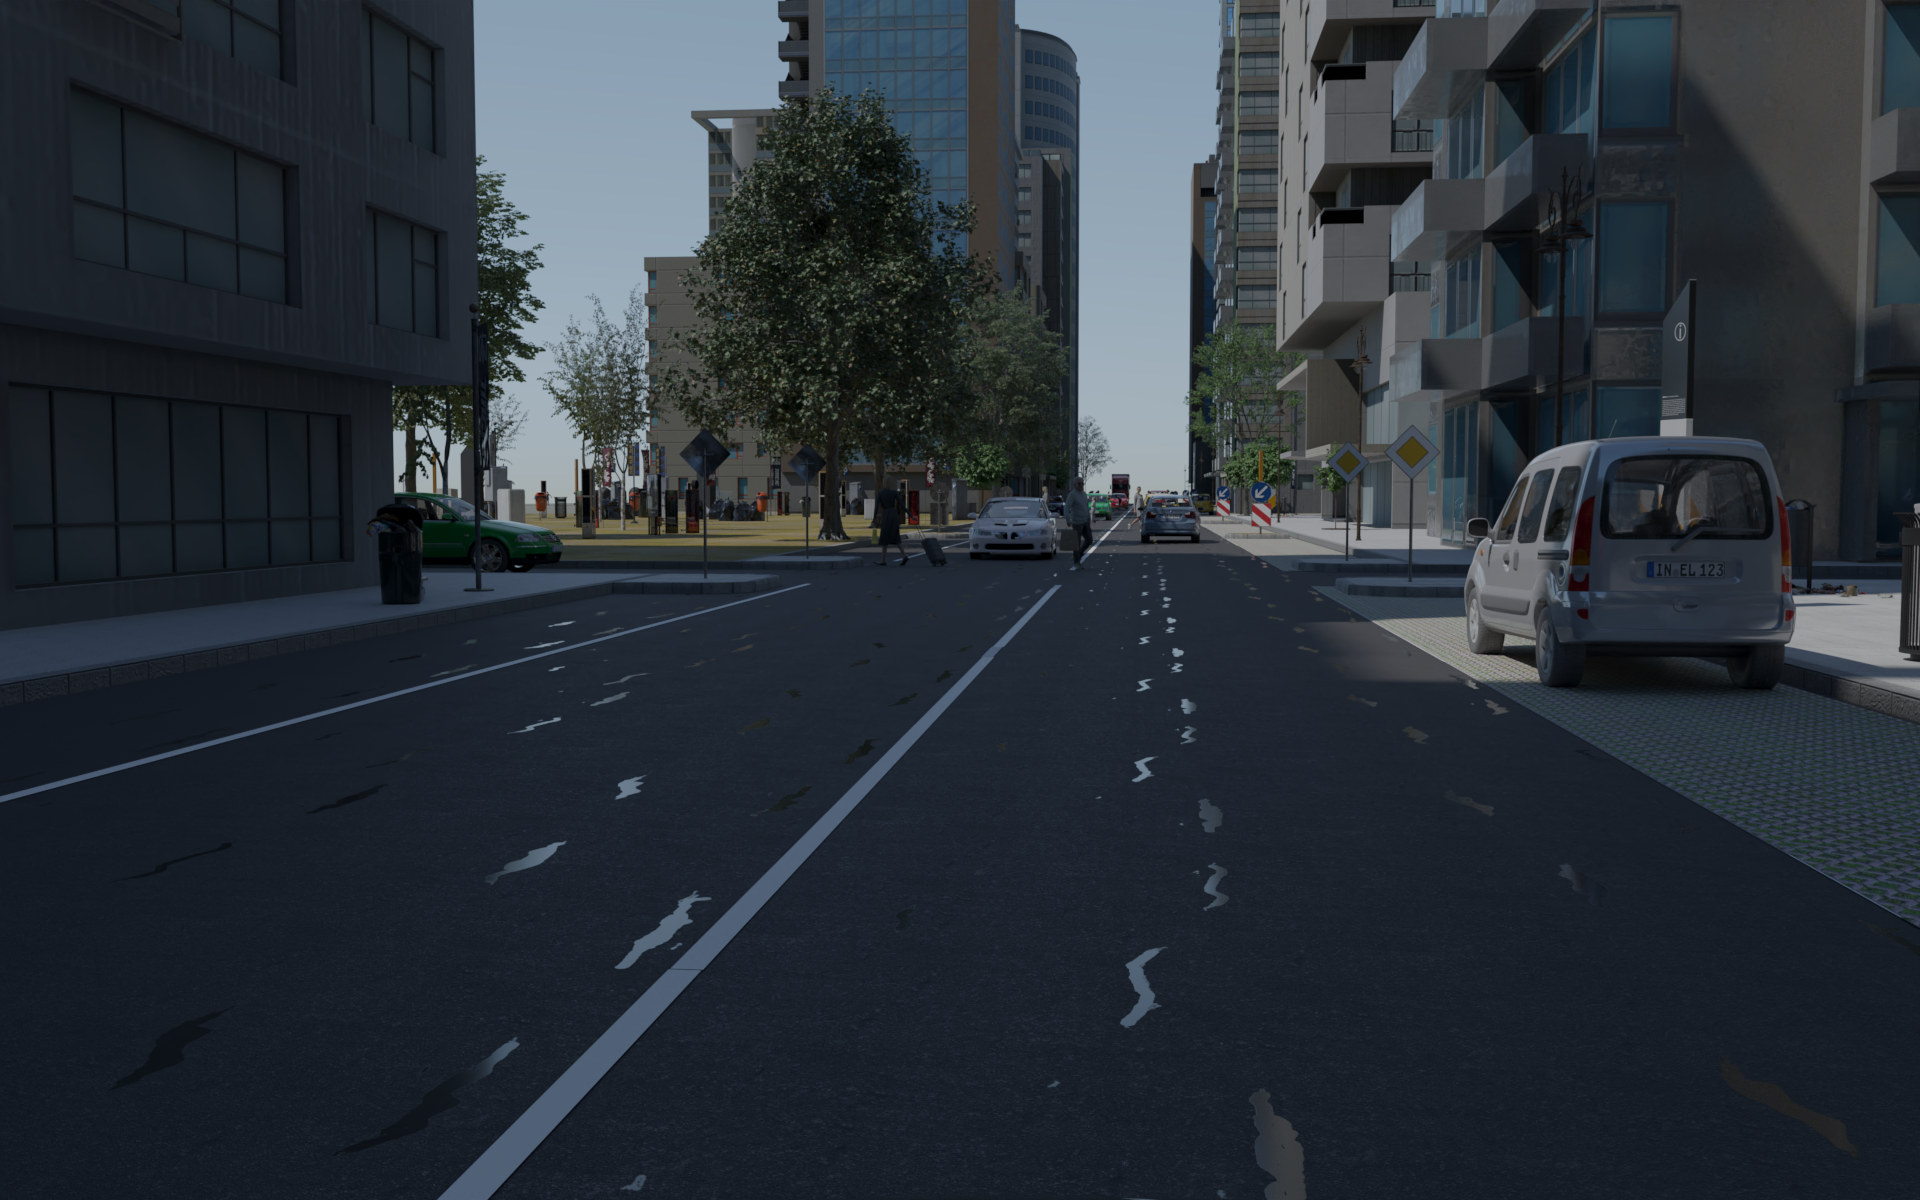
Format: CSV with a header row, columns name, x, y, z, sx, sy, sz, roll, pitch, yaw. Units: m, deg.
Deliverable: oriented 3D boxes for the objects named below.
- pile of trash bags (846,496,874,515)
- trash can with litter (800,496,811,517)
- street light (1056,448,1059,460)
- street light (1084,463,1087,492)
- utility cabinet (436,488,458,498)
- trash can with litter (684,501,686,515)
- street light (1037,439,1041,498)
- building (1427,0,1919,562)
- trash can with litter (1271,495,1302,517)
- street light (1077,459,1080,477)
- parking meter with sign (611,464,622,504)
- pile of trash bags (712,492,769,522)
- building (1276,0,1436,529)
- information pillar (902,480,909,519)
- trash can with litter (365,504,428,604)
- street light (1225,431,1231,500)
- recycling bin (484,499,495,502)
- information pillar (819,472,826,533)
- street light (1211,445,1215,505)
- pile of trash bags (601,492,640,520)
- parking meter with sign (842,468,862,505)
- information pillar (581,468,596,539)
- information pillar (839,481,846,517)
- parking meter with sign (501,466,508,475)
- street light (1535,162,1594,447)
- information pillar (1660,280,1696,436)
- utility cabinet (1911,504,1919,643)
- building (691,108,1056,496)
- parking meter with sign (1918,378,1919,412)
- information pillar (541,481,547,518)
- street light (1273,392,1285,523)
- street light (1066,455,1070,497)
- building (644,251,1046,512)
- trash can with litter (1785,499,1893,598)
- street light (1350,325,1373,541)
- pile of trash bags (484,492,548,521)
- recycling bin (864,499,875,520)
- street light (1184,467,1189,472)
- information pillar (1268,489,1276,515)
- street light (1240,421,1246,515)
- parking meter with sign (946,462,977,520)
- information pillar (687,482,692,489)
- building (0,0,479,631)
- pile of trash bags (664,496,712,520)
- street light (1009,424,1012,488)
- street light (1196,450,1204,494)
name,x,y,z,sx,sy,sz,roll,pitch,yaw
pile of trash bags,-5.567,-5.904,106.282,3.447,1.369,1.912,-2,4,-29
trash can with litter,-8.550,-5.172,95.956,0.624,1.170,1.055,0,4,-1
street light,9.543,-12.078,170.264,0.468,5.910,1.993,0,4,6
street light,18.314,-17.108,252.508,0.468,5.910,1.993,0,4,6
utility cabinet,-19.758,-3.555,66.802,0.318,1.500,1.173,-3,5,-44
trash can with litter,-16.454,-5.822,106.573,1.055,1.170,0.624,2,4,29
street light,6.387,-10.254,140.442,0.468,5.910,1.993,0,4,6
building,25.850,-25.722,40.163,30.456,49.044,23.786,0,4,6
trash can with litter,18.581,-5.362,98.734,1.678,1.210,2.233,0,4,7
street light,15.262,-15.301,222.964,0.468,5.910,1.993,0,4,6
parking meter with sign,-19.027,-6.085,95.743,0.543,3.016,1.738,-2,4,-29
pile of trash bags,-9.912,-4.378,81.333,1.912,1.369,3.447,-2,4,-34
building,28.347,-29.679,74.484,28.713,52.752,27.495,0,4,6
information pillar,-2.819,-5.205,89.592,0.304,2.012,0.304,2,4,25
trash can with litter,-6.630,-0.555,20.456,0.624,1.170,1.055,-1,4,-12
street light,19.165,-9.256,124.120,0.468,5.910,1.993,0,4,6
recycling bin,-26.851,-5.274,98.787,0.722,1.027,0.722,-3,5,-42
information pillar,-4.432,-3.193,56.694,0.304,2.012,0.304,1,4,10
street light,22.459,-11.061,153.638,0.468,5.910,1.993,0,4,6
pile of trash bags,-17.210,-4.741,87.263,1.912,1.369,3.447,1,4,23
parking meter with sign,-6.659,-6.972,110.249,1.738,3.016,0.543,2,4,33
information pillar,-10.606,-2.750,49.449,0.304,2.012,0.304,1,4,12
information pillar,-6.572,-5.651,96.886,0.304,2.012,0.304,-2,4,-29
parking meter with sign,-28.331,-6.782,107.146,0.543,3.016,1.738,-1,4,-9
street light,8.521,-3.167,24.572,0.468,5.910,1.993,0,4,6
information pillar,7.954,-1.704,19.219,0.183,3.616,0.504,-1,4,-12
utility cabinet,8.760,-0.227,14.872,1.020,1.237,0.306,0,4,2
building,-7.096,-29.005,166.114,32.217,40.220,23.993,0,4,6
parking meter with sign,14.244,-1.725,24.462,0.543,3.016,1.738,0,4,1
information pillar,-22.598,-5.477,94.040,0.304,2.012,0.304,-1,4,-13
street light,14.270,-6.398,77.401,0.468,5.910,1.993,0,4,6
street light,12.015,-13.496,193.441,0.468,5.910,1.993,0,4,6
building,-7.722,-18.003,139.385,27.650,21.520,28.899,0,4,6
trash can with litter,10.967,-0.689,22.318,1.678,1.210,2.233,-1,4,-14
street light,10.976,-4.571,47.521,0.468,5.910,1.993,0,4,6
pile of trash bags,-21.478,-4.468,82.811,3.447,1.369,1.912,-1,4,-23
recycling bin,-4.373,-4.553,86.987,0.722,1.027,0.722,1,4,11
street light,34.531,-17.922,265.813,0.468,5.910,1.993,0,4,6
information pillar,18.975,-6.981,105.487,0.504,3.616,0.183,0,4,-8
street light,17.381,-8.205,106.938,0.468,5.910,1.993,0,4,6
parking meter with sign,0.012,-5.451,85.385,1.738,3.016,0.543,-3,4,-37
information pillar,-16.859,-6.346,108.254,0.304,2.012,0.304,1,4,13
building,-14.332,-20.635,20.970,14.086,41.232,14.154,0,4,6
pile of trash bags,-13.358,-4.757,87.524,3.447,1.369,1.912,1,4,15
street light,3.211,-8.445,110.859,0.468,5.910,1.993,0,4,6
street light,25.548,-12.876,183.317,0.468,5.910,1.993,0,4,6
